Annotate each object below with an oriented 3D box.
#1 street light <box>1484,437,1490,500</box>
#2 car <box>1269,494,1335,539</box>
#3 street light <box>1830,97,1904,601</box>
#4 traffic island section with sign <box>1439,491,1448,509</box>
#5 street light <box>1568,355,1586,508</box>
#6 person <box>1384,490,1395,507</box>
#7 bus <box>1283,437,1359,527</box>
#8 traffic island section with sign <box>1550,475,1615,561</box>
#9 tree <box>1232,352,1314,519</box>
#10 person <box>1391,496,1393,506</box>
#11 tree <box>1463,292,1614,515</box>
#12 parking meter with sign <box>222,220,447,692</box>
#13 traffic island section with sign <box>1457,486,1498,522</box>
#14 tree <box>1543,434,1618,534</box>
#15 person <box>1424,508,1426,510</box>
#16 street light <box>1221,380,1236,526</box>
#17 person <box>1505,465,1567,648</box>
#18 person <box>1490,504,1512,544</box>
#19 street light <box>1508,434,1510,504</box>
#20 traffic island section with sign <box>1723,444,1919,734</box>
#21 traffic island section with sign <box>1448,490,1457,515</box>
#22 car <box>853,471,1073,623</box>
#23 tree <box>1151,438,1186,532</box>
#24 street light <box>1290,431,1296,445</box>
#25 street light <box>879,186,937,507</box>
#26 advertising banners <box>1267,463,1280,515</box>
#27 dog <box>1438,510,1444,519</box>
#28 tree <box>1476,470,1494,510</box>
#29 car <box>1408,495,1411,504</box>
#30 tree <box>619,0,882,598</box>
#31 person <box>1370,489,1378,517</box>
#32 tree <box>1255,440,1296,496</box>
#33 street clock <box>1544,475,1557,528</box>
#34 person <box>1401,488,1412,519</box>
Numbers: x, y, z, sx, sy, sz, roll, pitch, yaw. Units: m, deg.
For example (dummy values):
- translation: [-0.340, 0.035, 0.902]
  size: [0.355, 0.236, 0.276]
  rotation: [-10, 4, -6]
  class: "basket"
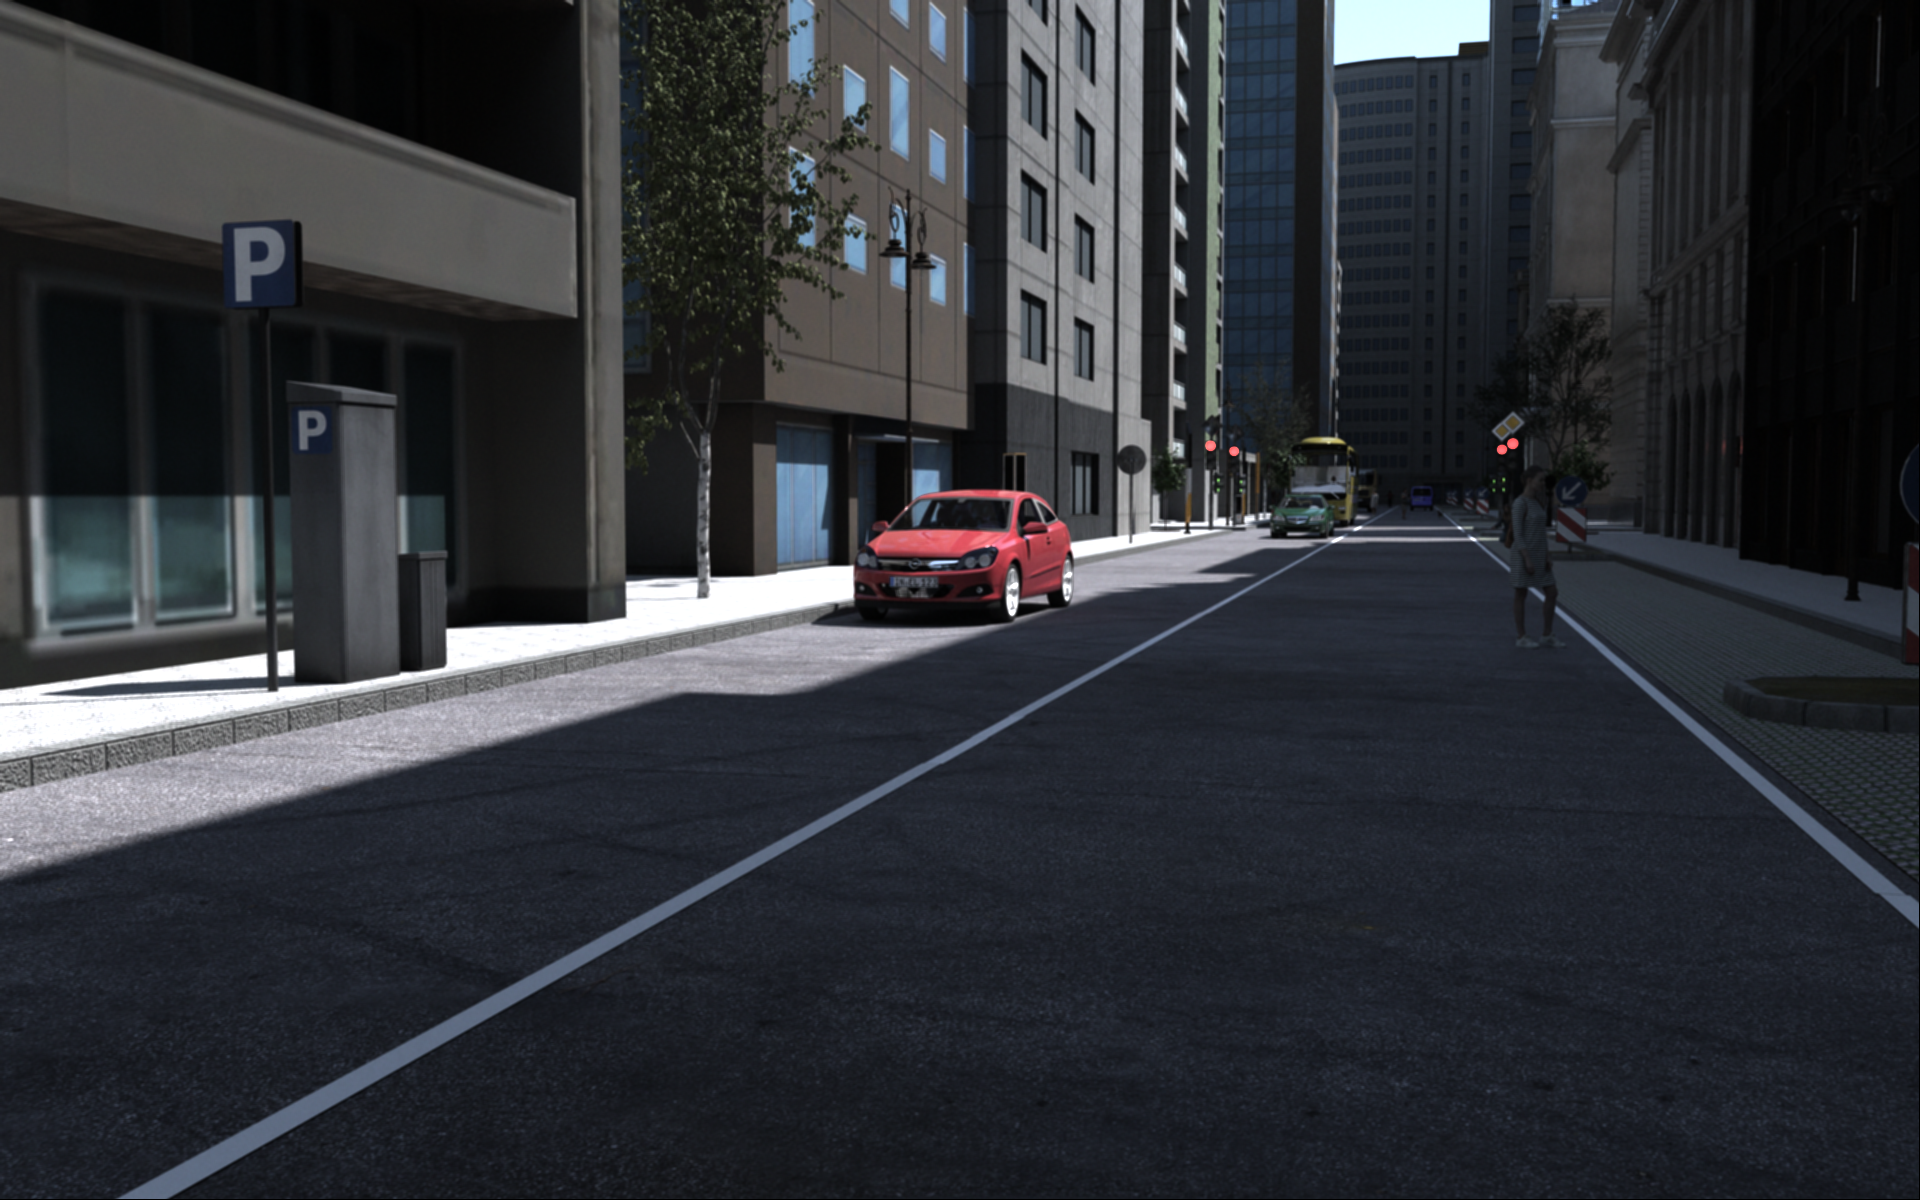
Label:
- translation: [41.911, -10.095, 137.846]
  size: [0.468, 5.910, 1.993]
  rotation: [1, 4, 15]
  class: "street light"
- translation: [11.366, -2.785, 57.333]
  size: [2.131, 1.459, 4.920]
  rotation: [1, 4, 16]
  class: "car"
- translation: [10.756, -2.930, 20.693]
  size: [0.468, 5.910, 1.993]
  rotation: [1, 4, 15]
  class: "street light"
- translation: [47.105, -9.600, 165.592]
  size: [1.989, 1.847, 2.006]
  rotation: [1, 4, 15]
  class: "traffic island section with sign"
- translation: [20.563, -5.202, 57.839]
  size: [0.468, 5.910, 1.993]
  rotation: [1, 4, 15]
  class: "street light"
- translation: [46.030, -10.829, 185.498]
  size: [1.348, 1.831, 0.705]
  rotation: [-1, 4, -12]
  class: "person"
- translation: [16.529, -5.306, 78.292]
  size: [2.896, 3.916, 12.252]
  rotation: [1, 4, 15]
  class: "bus"
- translation: [13.150, -1.783, 37.781]
  size: [1.989, 1.847, 2.006]
  rotation: [1, 4, 15]
  class: "traffic island section with sign"
- translation: [16.167, -8.557, 90.275]
  size: [4.360, 8.622, 3.978]
  rotation: [0, 3, 0]
  class: "tree"
- translation: [48.293, -11.163, 194.275]
  size: [1.065, 1.426, 0.557]
  rotation: [-3, 5, -40]
  class: "person"
- translation: [27.772, -8.961, 80.918]
  size: [8.767, 10.594, 7.601]
  rotation: [0, 4, -7]
  class: "tree"
- translation: [-4.229, -0.961, 11.967]
  size: [0.543, 3.016, 1.738]
  rotation: [1, 4, 17]
  class: "parking meter with sign"
- translation: [27.103, -4.996, 90.308]
  size: [1.989, 1.847, 2.006]
  rotation: [1, 4, 15]
  class: "traffic island section with sign"
- translation: [19.932, -3.729, 55.572]
  size: [1.663, 3.219, 1.824]
  rotation: [0, 3, 0]
  class: "tree"
- translation: [40.533, -8.539, 151.339]
  size: [0.697, 1.427, 0.421]
  rotation: [3, 4, 36]
  class: "person"
- translation: [10.856, -5.952, 70.099]
  size: [0.468, 5.910, 1.993]
  rotation: [1, 4, 15]
  class: "street light"
- translation: [5.323, -0.406, 16.148]
  size: [0.512, 1.701, 0.522]
  rotation: [-3, 5, -42]
  class: "person"
- translation: [15.636, -2.148, 49.113]
  size: [1.012, 1.151, 0.738]
  rotation: [2, 4, 29]
  class: "person"
- translation: [32.063, -7.844, 101.041]
  size: [0.468, 5.910, 1.993]
  rotation: [1, 4, 15]
  class: "street light"
- translation: [6.087, -0.155, 11.159]
  size: [1.989, 1.847, 2.006]
  rotation: [1, 4, 15]
  class: "traffic island section with sign"
- translation: [34.039, -6.589, 116.359]
  size: [1.989, 1.847, 2.006]
  rotation: [1, 4, 15]
  class: "traffic island section with sign"
- translation: [0.119, -0.719, 20.804]
  size: [2.155, 1.783, 4.494]
  rotation: [1, 4, 16]
  class: "car"
- translation: [7.121, -3.973, 59.565]
  size: [1.663, 3.219, 1.824]
  rotation: [0, 3, 0]
  class: "tree"
- translation: [20.548, -8.205, 106.946]
  size: [0.468, 5.910, 1.993]
  rotation: [1, 4, 15]
  class: "street light"
- translation: [-0.781, -3.279, 26.398]
  size: [0.468, 5.910, 1.993]
  rotation: [1, 4, 15]
  class: "street light"
- translation: [17.687, -6.210, 97.723]
  size: [0.090, 3.025, 2.074]
  rotation: [-1, 4, -9]
  class: "advertising banners"
- translation: [27.605, -4.907, 99.519]
  size: [0.540, 0.507, 0.406]
  rotation: [3, 5, 42]
  class: "dog"
- translation: [42.884, -8.961, 141.115]
  size: [1.663, 3.219, 1.824]
  rotation: [0, 3, 0]
  class: "tree"
- translation: [55.586, -12.306, 213.208]
  size: [2.014, 1.417, 4.499]
  rotation: [1, 4, 17]
  class: "car"
- translation: [-3.104, -4.341, 21.343]
  size: [4.737, 8.622, 4.395]
  rotation: [0, 3, 0]
  class: "tree"
- translation: [25.402, -5.935, 106.286]
  size: [0.466, 1.731, 0.760]
  rotation: [0, 4, 6]
  class: "person"
- translation: [18.850, -7.146, 100.547]
  size: [4.285, 4.588, 4.351]
  rotation: [0, 3, 0]
  class: "tree"
- translation: [22.617, -3.785, 66.461]
  size: [0.471, 2.002, 0.358]
  rotation: [0, 4, 6]
  class: "street clock"
- translation: [25.312, -5.474, 98.362]
  size: [0.532, 1.782, 0.716]
  rotation: [2, 4, 32]
  class: "person"
